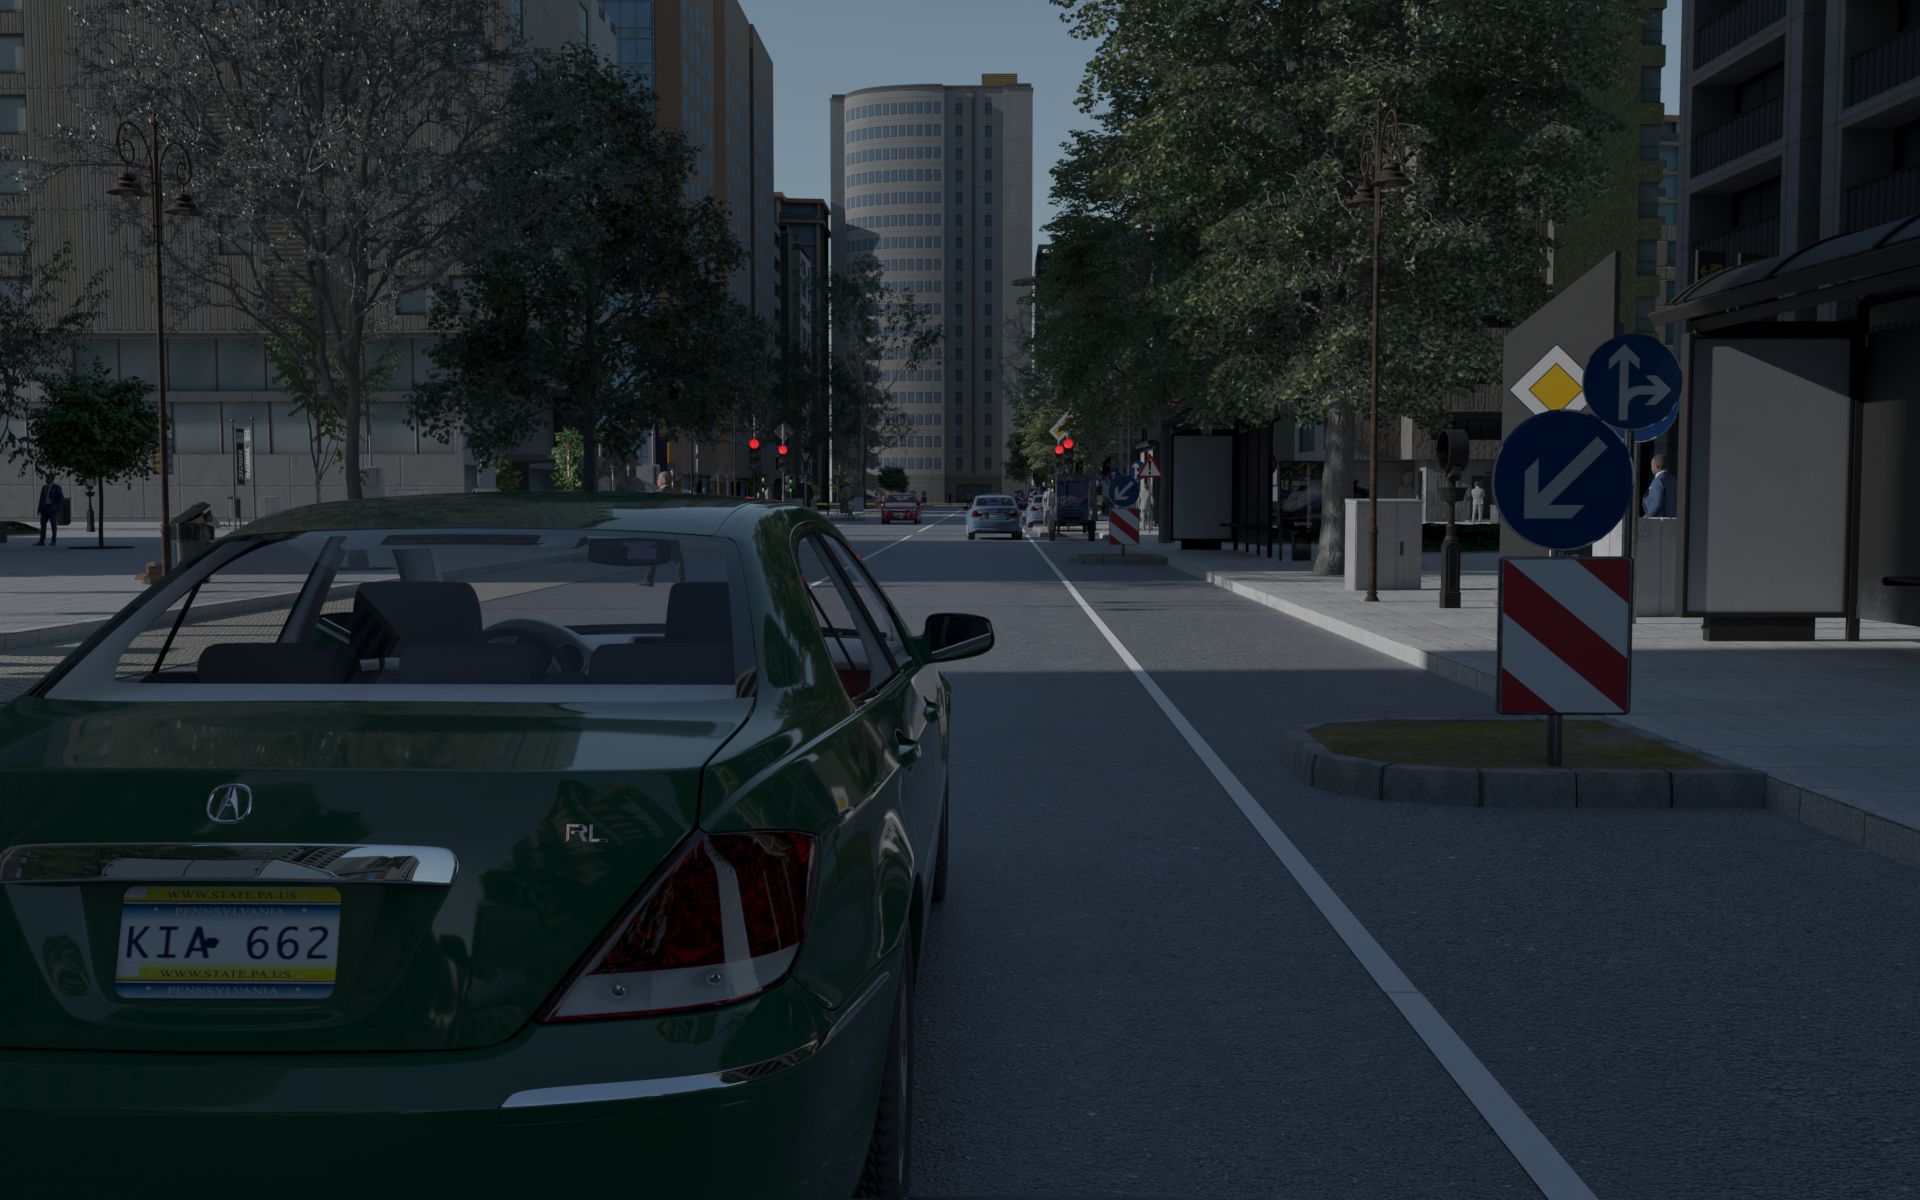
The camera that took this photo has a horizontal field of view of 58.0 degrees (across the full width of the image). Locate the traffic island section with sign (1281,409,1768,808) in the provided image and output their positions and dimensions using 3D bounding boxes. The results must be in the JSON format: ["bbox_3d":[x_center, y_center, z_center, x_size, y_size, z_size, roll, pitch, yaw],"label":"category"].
[{"bbox_3d":[2.721,-0.014,8.862,1.989,1.847,2.006,0,4,1],"label":"traffic island section with sign"}]

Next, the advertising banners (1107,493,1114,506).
[{"bbox_3d":[9.686,-6.568,103.576,2.074,3.025,0.090,3,4,36],"label":"advertising banners"}]

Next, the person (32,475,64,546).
[{"bbox_3d":[-22.605,-2.248,42.978,0.721,1.800,0.419,0,4,3],"label":"person"}]

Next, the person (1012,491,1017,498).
[{"bbox_3d":[4.962,-8.876,154.554,0.436,1.711,0.756,-3,4,-37],"label":"person"}]

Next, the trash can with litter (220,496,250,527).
[{"bbox_3d":[-28.579,-3.457,67.577,2.233,1.210,1.678,1,4,14],"label":"trash can with litter"}]

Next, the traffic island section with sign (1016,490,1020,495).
[{"bbox_3d":[4.825,-6.708,118.303,1.989,1.847,2.006,0,4,1],"label":"traffic island section with sign"}]

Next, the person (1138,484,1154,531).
[{"bbox_3d":[6.765,-3.315,62.798,0.635,1.810,0.391,1,4,16],"label":"person"}]

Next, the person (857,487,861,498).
[{"bbox_3d":[-7.567,-7.597,130.362,0.767,1.812,0.694,0,4,-4],"label":"person"}]

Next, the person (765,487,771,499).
[{"bbox_3d":[-13.061,-6.831,117.843,0.709,1.813,0.853,3,5,44],"label":"person"}]

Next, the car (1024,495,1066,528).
[{"bbox_3d":[3.777,-3.863,75.156,2.014,1.417,4.499,0,4,1],"label":"car"}]

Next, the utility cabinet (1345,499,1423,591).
[{"bbox_3d":[5.683,-0.737,23.218,1.020,1.237,0.306,-1,4,-18],"label":"utility cabinet"}]

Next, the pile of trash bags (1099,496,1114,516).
[{"bbox_3d":[9.154,-5.552,100.522,1.912,1.369,3.447,0,4,-1],"label":"pile of trash bags"}]

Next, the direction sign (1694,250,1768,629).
[{"bbox_3d":[7.236,-1.489,16.338,0.876,3.537,0.379,-1,4,-23],"label":"direction sign"}]

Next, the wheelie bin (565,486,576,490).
[{"bbox_3d":[-14.976,-3.593,66.662,0.693,1.594,0.980,-3,5,-40],"label":"wheelie bin"}]

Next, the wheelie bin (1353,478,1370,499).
[{"bbox_3d":[7.687,-1.587,33.853,0.693,1.594,0.980,2,4,27],"label":"wheelie bin"}]

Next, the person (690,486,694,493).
[{"bbox_3d":[-18.002,-6.747,116.483,0.853,1.813,0.709,-1,4,-21],"label":"person"}]

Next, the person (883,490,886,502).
[{"bbox_3d":[-9.319,-12.706,214.341,0.434,1.755,0.990,-1,4,-10],"label":"person"}]

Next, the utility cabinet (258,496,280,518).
[{"bbox_3d":[-23.557,-2.932,59.097,0.306,1.237,1.020,0,4,2],"label":"utility cabinet"}]

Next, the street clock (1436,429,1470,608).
[{"bbox_3d":[5.519,-0.910,19.447,0.358,2.002,0.471,0,4,-3],"label":"street clock"}]

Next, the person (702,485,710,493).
[{"bbox_3d":[-15.538,-6.131,106.087,0.655,1.846,0.447,3,4,36],"label":"person"}]

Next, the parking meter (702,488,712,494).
[{"bbox_3d":[-10.512,-3.889,72.001,0.372,1.533,0.369,0,3,0],"label":"parking meter"}]

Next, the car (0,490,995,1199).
[{"bbox_3d":[-0.971,0.432,4.729,2.131,1.459,4.920,0,4,1],"label":"car"}]

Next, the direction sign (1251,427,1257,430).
[{"bbox_3d":[8.379,-3.571,50.388,0.876,3.537,0.379,3,5,41],"label":"direction sign"}]

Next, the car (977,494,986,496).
[{"bbox_3d":[2.529,-11.087,191.065,2.009,1.686,4.222,0,4,2],"label":"car"}]

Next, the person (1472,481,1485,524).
[{"bbox_3d":[21.056,-3.925,70.405,0.511,1.800,0.466,1,4,14],"label":"person"}]

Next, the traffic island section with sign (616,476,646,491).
[{"bbox_3d":[-7.065,-1.731,36.929,1.989,1.847,2.006,0,4,1],"label":"traffic island section with sign"}]

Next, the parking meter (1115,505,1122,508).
[{"bbox_3d":[6.301,-3.659,68.229,0.372,1.533,0.369,0,3,0],"label":"parking meter"}]

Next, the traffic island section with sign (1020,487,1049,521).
[{"bbox_3d":[4.310,-5.057,91.316,1.989,1.847,2.006,0,4,1],"label":"traffic island section with sign"}]

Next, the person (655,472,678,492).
[{"bbox_3d":[-4.585,-1.087,26.670,0.834,1.777,0.661,1,4,23],"label":"person"}]

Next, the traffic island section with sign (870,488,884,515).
[{"bbox_3d":[-5.486,-6.744,118.885,1.989,1.847,2.006,0,4,1],"label":"traffic island section with sign"}]

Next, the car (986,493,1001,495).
[{"bbox_3d":[2.640,-7.812,137.314,1.945,1.707,3.694,0,4,0],"label":"car"}]

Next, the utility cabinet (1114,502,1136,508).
[{"bbox_3d":[8.069,-4.654,84.776,1.173,1.500,0.318,-2,4,-33],"label":"utility cabinet"}]

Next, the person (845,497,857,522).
[{"bbox_3d":[-5.483,-4.559,87.293,0.590,1.304,0.306,1,4,18],"label":"person"}]

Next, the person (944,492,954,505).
[{"bbox_3d":[-1.190,-11.703,200.365,1.217,1.766,0.721,1,4,11],"label":"person"}]

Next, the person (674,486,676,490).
[{"bbox_3d":[-19.730,-6.940,119.620,0.679,1.850,0.850,2,4,34],"label":"person"}]

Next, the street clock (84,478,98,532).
[{"bbox_3d":[-29.341,-3.293,58.410,0.358,2.002,0.471,2,4,26],"label":"street clock"}]

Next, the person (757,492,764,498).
[{"bbox_3d":[-12.934,-6.452,112.378,0.643,1.720,0.563,-3,5,-42],"label":"person"}]

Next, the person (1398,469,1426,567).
[{"bbox_3d":[7.859,-1.458,30.631,0.760,1.731,0.466,0,4,3],"label":"person"}]

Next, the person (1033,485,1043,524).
[{"bbox_3d":[3.856,-4.641,84.165,0.659,1.850,0.755,-1,4,-21],"label":"person"}]

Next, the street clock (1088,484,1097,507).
[{"bbox_3d":[10.384,-8.113,137.224,0.471,2.002,0.358,-2,4,-26],"label":"street clock"}]

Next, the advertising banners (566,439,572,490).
[{"bbox_3d":[-12.322,-3.587,54.842,0.090,3.025,2.074,-1,4,-18],"label":"advertising banners"}]

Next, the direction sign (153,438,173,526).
[{"bbox_3d":[-32.048,-4.751,69.676,0.876,3.537,0.379,0,4,8],"label":"direction sign"}]

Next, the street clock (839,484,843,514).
[{"bbox_3d":[-7.683,-6.589,112.300,0.358,2.002,0.471,0,4,-4],"label":"street clock"}]

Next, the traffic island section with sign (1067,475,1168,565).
[{"bbox_3d":[3.242,-1.675,36.012,1.989,1.847,2.006,0,4,1],"label":"traffic island section with sign"}]

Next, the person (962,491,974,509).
[{"bbox_3d":[0.734,-8.700,151.456,1.217,1.736,0.721,1,4,10],"label":"person"}]

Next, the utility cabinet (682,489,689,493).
[{"bbox_3d":[-12.402,-4.261,78.343,0.318,1.500,1.173,0,4,-8],"label":"utility cabinet"}]

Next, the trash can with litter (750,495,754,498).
[{"bbox_3d":[-10.332,-4.744,88.615,2.233,1.210,1.678,0,4,-2],"label":"trash can with litter"}]

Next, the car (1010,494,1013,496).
[{"bbox_3d":[5.811,-10.468,179.940,1.959,1.807,4.718,0,4,1],"label":"car"}]

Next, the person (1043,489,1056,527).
[{"bbox_3d":[3.560,-3.683,68.820,0.635,1.810,0.391,1,4,10],"label":"person"}]

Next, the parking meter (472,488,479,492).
[{"bbox_3d":[-18.855,-3.619,67.574,0.372,1.533,0.369,0,3,0],"label":"parking meter"}]

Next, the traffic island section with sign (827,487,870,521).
[{"bbox_3d":[-6.002,-5.092,91.890,1.989,1.847,2.006,0,4,1],"label":"traffic island section with sign"}]

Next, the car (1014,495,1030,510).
[{"bbox_3d":[4.873,-7.496,135.135,1.945,1.354,3.894,0,4,2],"label":"car"}]

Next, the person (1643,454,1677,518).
[{"bbox_3d":[9.225,-1.015,22.818,0.419,1.800,0.721,3,4,35],"label":"person"}]

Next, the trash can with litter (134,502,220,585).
[{"bbox_3d":[-11.201,-0.819,24.784,1.055,1.170,0.624,-3,5,-45],"label":"trash can with litter"}]
